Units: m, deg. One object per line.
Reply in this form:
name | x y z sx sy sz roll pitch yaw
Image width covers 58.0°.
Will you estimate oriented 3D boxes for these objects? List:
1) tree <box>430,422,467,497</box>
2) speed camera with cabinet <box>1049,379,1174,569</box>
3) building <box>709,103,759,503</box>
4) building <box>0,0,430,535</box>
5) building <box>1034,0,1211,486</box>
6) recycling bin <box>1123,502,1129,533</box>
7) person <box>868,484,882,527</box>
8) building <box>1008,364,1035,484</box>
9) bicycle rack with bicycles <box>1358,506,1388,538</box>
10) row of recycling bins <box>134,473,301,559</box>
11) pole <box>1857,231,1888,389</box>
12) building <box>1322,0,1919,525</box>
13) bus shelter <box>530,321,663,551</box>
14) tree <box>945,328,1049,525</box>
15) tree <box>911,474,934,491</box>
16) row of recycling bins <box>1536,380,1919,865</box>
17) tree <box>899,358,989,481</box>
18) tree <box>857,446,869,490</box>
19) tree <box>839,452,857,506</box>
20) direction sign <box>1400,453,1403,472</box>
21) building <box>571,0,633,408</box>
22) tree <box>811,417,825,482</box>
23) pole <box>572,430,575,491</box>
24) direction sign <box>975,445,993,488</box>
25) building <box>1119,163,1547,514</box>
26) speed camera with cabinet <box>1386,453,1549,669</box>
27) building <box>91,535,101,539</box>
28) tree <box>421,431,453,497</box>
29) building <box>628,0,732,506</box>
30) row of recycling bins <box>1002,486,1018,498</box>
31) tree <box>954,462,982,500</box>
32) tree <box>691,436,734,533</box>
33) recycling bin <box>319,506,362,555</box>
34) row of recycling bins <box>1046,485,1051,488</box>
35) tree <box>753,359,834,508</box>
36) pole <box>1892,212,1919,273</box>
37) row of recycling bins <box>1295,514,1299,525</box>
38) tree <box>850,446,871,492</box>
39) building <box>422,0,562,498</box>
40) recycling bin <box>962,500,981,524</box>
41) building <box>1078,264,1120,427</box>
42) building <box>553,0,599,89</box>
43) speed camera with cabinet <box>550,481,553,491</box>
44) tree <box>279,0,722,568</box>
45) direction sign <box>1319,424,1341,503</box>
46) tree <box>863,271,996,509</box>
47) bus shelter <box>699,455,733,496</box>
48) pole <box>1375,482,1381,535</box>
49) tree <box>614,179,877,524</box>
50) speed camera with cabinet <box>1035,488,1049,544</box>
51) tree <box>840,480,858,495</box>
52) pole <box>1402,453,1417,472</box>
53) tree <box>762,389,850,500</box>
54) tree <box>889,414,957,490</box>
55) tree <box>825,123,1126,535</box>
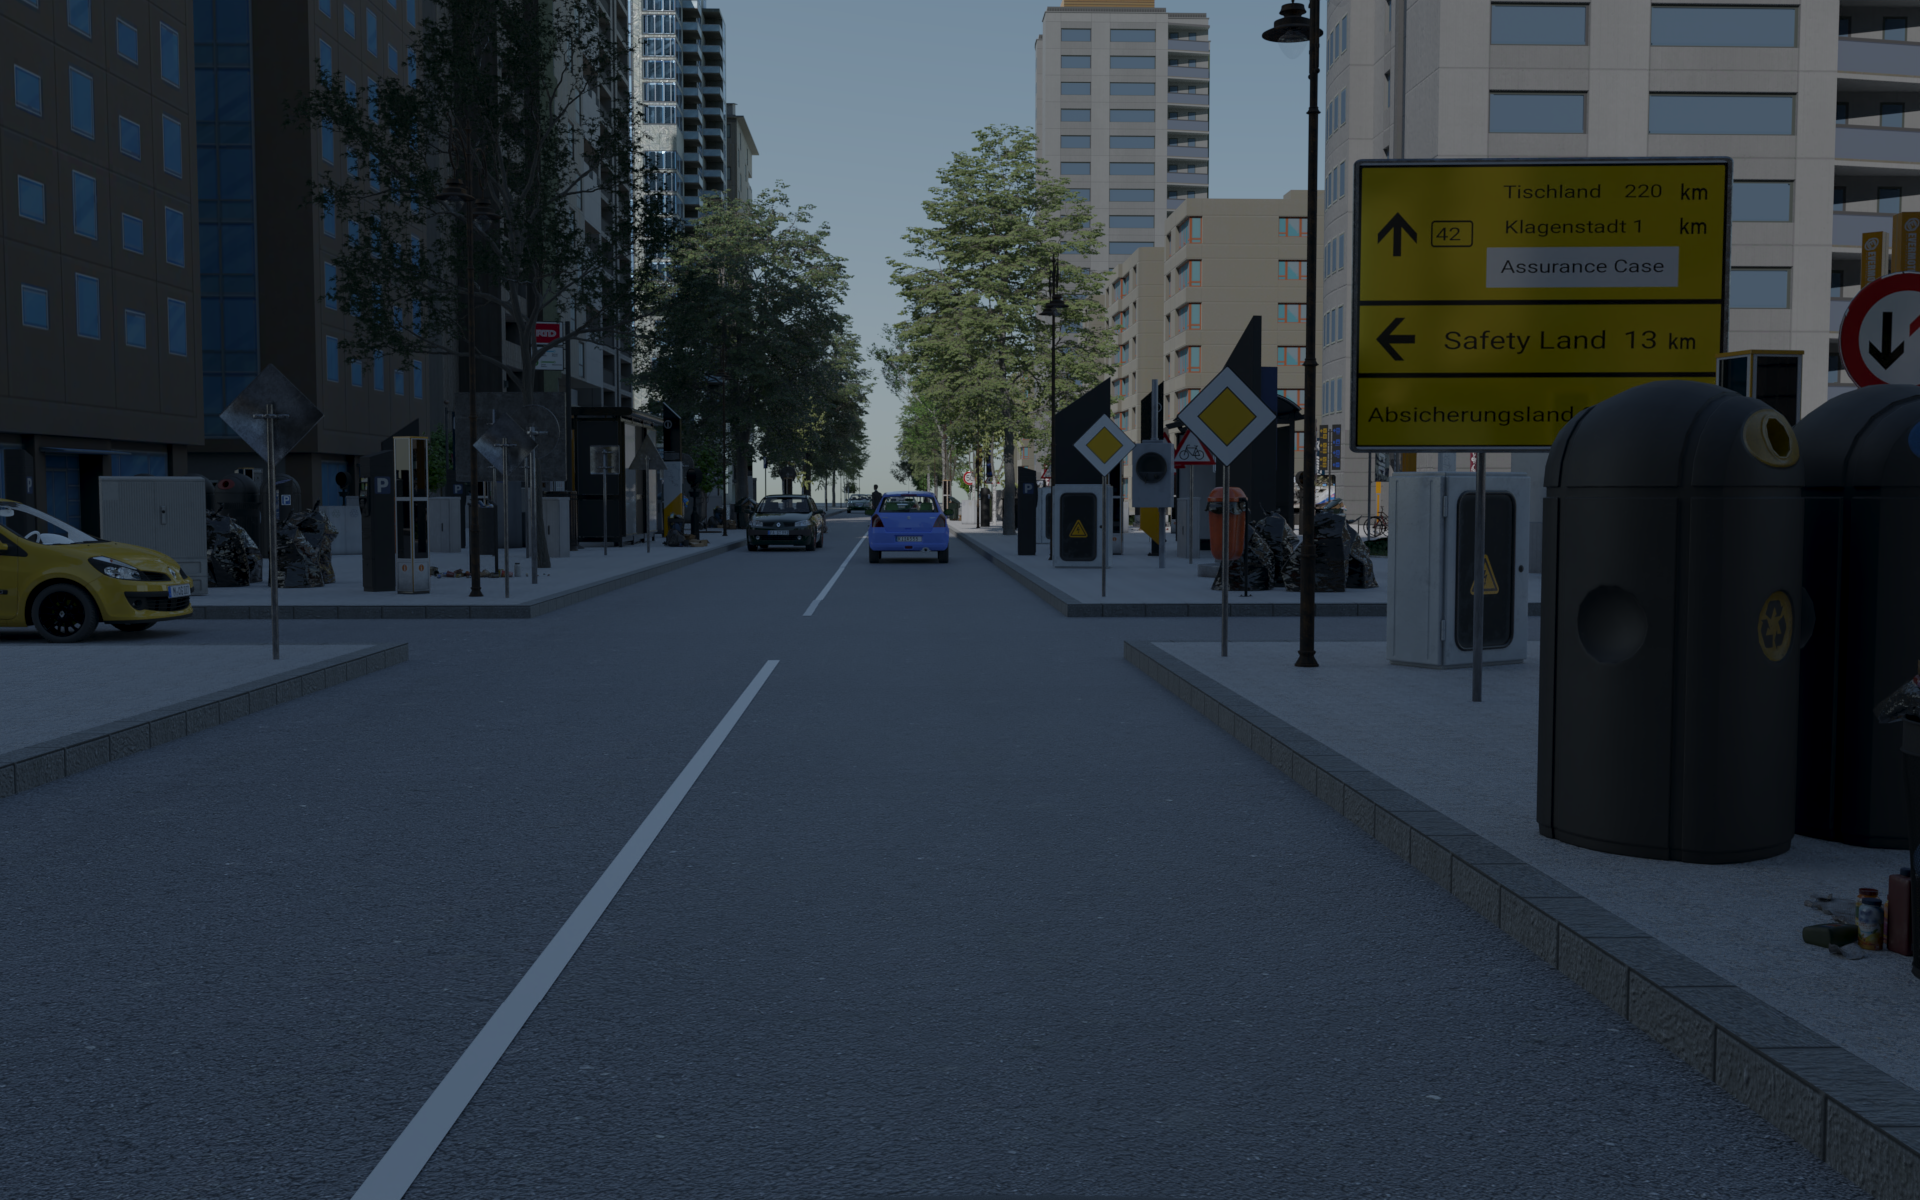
tree | -23.482 -5.772 78.090 4.285 4.588 4.351 0 3 0
speed camera with cabinet | 2.645 -2.174 29.887 2.038 3.252 0.660 1 4 12
building | -42.650 -39.631 237.199 28.713 52.752 27.495 0 4 -2
building | -28.856 -25.324 64.155 14.600 45.320 14.200 0 4 -2
building | 19.718 -41.041 213.021 21.231 58.520 28.212 0 4 -2
recycling bin | 5.132 -2.761 57.692 0.722 1.027 0.722 -3 5 -43
person | -3.634 -4.017 73.963 0.659 1.850 0.755 -3 4 -38
building | 21.415 -24.324 242.734 27.650 21.520 28.899 0 4 -2
bicycle rack with bicycles | 13.241 -2.354 51.865 2.925 0.926 2.852 0 4 -2
row of recycling bins | -14.989 -1.691 34.763 3.534 1.692 1.069 0 4 0
pole | 7.139 -1.209 13.603 0.158 3.312 0.155 0 3 0
building | 26.516 -32.496 73.307 21.231 58.520 28.212 0 4 -2
bus shelter | -8.970 -3.993 42.912 2.179 5.291 8.768 0 4 -2
tree | 1.664 -7.412 71.545 4.737 8.622 4.395 0 3 0
tree | -4.684 -14.356 218.428 4.285 4.588 4.351 0 3 0
row of recycling bins | 3.929 0.034 6.564 3.534 1.692 1.069 0 4 -6
tree | -0.615 -12.220 125.556 9.928 11.665 9.643 0 3 0
tree | -12.220 -14.454 186.677 4.737 8.622 4.395 0 3 0
tree | -12.348 -12.552 155.592 4.737 8.622 4.395 0 3 0
direction sign | 15.886 -4.298 62.267 0.379 3.537 0.876 0 4 7
building | -33.983 -42.435 132.072 20.563 71.187 20.611 0 4 -2
tree | -12.358 -15.624 173.580 7.486 12.596 7.792 0 3 0
pole | -10.749 -3.311 47.975 0.158 3.312 0.155 0 3 0
direction sign | 1.131 -5.418 80.580 0.876 3.537 0.379 1 4 22
building | 26.521 -16.597 116.393 27.650 21.520 28.899 0 4 -2
speed camera with cabinet | 4.210 -1.159 13.291 2.038 3.252 0.660 -2 4 -33
building | -28.677 -23.968 41.989 14.600 45.320 14.200 0 4 -2
tree | -16.358 -3.571 52.988 1.663 3.219 1.824 0 3 0
building | -38.238 -54.671 206.549 22.319 86.520 31.000 0 4 -2
row of recycling bins | 2.368 -4.175 75.378 1.069 1.692 3.534 0 4 -4
tree | 0.634 -6.616 102.767 1.663 3.219 1.824 0 3 0
tree | -8.277 -3.839 57.362 1.663 3.219 1.824 0 3 0
recycling bin | -13.133 -1.479 36.730 0.722 1.027 0.722 -2 4 -34
row of recycling bins | 3.868 -4.588 82.120 1.069 1.692 3.534 1 4 15
tree | -9.442 -8.737 93.204 4.737 8.622 4.395 0 3 0
pole | 6.873 -1.151 12.655 0.158 3.312 0.155 0 3 0
row of recycling bins | 13.791 -3.976 72.119 3.534 1.692 1.069 3 5 42
tree | -12.321 -14.911 194.153 4.360 8.622 3.978 0 3 0
building | -28.461 -19.269 86.750 14.160 30.474 14.107 0 4 -2
recycling bin | 0.554 -3.725 73.453 0.722 1.027 0.722 3 5 44
building | 25.169 -18.359 145.208 27.650 21.520 28.899 0 4 -2
building | -37.834 -31.745 108.261 28.713 52.752 27.495 0 4 -2
speed camera with cabinet | -19.042 -5.302 81.020 2.038 3.252 0.660 3 4 38
tree | -7.604 -5.833 29.790 7.601 10.594 8.767 0 4 -4
direction sign | 12.059 -3.946 56.516 0.379 3.537 0.876 -3 4 -38
tree | -2.262 -17.976 149.803 12.611 20.169 13.585 0 3 0
bus shelter | -12.426 -5.595 85.395 2.014 3.302 5.546 0 4 -2
pole | 13.150 -3.706 54.431 0.158 3.312 0.155 0 3 0
tree | -9.003 -10.006 70.248 9.857 13.997 8.962 0 3 0
speed camera with cabinet | 2.792 -3.089 44.839 2.038 3.252 0.660 -2 4 -32
tree | -14.840 -14.421 230.389 1.663 3.219 1.824 0 3 0
pole | 6.731 -1.963 25.941 0.158 3.312 0.155 0 3 0
tree | -9.678 -9.394 103.951 4.360 8.622 3.978 0 3 0
tree | -4.560 -19.239 231.561 9.611 12.733 9.660 0 3 0
tree | 1.133 -8.315 54.084 7.486 12.596 7.792 0 3 0
